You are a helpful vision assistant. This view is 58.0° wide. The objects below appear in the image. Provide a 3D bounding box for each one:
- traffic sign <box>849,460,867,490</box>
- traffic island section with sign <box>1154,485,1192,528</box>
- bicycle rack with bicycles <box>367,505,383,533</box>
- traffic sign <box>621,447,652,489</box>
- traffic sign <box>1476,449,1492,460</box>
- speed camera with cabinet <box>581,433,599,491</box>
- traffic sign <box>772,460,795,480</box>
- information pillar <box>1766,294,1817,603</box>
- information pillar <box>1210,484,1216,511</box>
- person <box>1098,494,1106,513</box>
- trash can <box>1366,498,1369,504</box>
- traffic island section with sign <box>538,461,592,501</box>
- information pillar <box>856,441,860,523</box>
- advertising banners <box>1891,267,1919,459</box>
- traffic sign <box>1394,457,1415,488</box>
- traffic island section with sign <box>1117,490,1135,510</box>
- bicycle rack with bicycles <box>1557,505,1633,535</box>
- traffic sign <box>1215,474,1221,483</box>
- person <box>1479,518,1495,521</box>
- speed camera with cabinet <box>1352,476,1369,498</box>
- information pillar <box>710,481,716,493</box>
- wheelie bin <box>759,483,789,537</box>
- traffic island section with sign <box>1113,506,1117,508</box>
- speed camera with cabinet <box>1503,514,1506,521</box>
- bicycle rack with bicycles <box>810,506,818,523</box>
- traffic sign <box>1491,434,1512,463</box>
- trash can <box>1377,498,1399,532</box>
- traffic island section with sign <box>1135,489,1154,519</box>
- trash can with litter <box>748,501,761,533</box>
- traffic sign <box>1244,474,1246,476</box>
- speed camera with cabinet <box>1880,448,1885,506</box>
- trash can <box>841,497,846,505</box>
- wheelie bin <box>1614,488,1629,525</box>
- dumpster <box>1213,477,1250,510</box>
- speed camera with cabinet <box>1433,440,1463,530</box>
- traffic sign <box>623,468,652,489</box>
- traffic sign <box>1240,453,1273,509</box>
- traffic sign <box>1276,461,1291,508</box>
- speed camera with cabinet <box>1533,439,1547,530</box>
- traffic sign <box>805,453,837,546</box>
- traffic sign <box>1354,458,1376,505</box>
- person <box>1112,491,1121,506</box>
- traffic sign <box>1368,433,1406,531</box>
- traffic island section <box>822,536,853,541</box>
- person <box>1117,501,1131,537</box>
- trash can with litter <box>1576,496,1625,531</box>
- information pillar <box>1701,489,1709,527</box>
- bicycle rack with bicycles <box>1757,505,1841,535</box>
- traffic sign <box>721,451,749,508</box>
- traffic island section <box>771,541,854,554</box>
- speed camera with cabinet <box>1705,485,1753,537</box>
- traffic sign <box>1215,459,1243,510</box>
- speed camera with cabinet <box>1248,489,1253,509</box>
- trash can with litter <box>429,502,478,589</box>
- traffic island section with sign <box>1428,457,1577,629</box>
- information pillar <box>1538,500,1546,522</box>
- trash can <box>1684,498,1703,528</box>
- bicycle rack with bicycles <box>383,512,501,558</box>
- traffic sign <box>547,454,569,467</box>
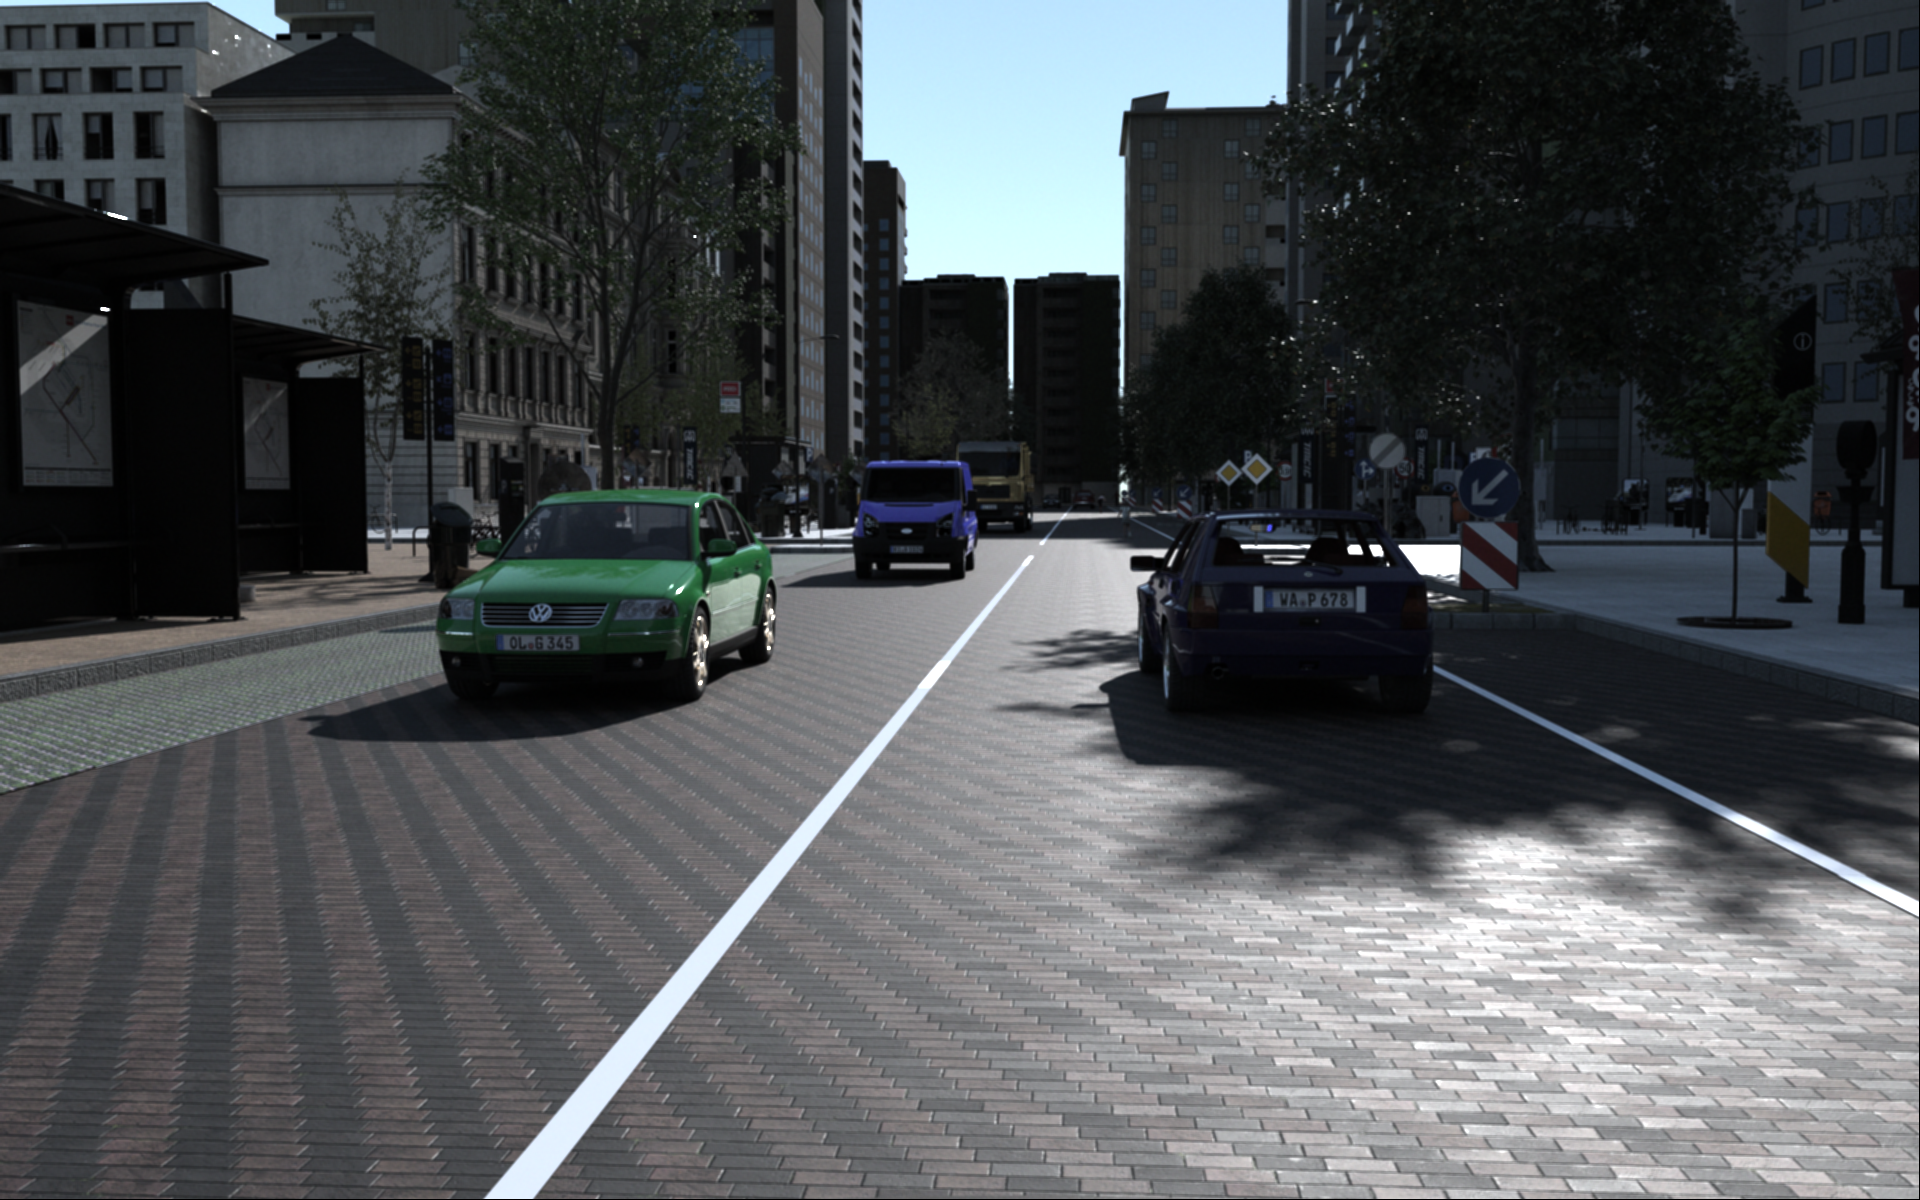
[{"bbox_3d":[-2.864,-2.882,50.758,0.795,2.450,0.064,0,4,4],"label":"traffic sign"},{"bbox_3d":[9.509,-4.035,74.606,1.989,1.847,2.006,0,4,4],"label":"traffic island section with sign"},{"bbox_3d":[-19.903,-2.636,56.481,2.852,0.926,2.925,2,4,30],"label":"bicycle rack with bicycles"},{"bbox_3d":[-7.993,-2.547,42.823,0.795,2.450,0.064,1,4,9],"label":"traffic sign"},{"bbox_3d":[11.646,-2.202,38.133,0.606,2.300,0.079,1,4,13],"label":"traffic sign"},{"bbox_3d":[-11.985,-3.760,55.814,0.660,3.252,2.038,-1,4,-10],"label":"speed camera with cabinet"},{"bbox_3d":[-5.943,-3.495,58.321,0.795,2.450,0.064,0,4,5],"label":"traffic sign"},{"bbox_3d":[9.794,-1.776,20.396,0.504,3.616,0.183,0,4,3],"label":"information pillar"},{"bbox_3d":[18.144,-7.326,124.265,0.304,2.012,0.304,-3,5,-42],"label":"information pillar"},{"bbox_3d":[10.619,-7.208,129.542,0.628,1.438,0.799,0,4,3],"label":"person"},{"bbox_3d":[14.970,-3.120,62.665,0.748,1.137,0.748,0,3,0],"label":"trash can"},{"bbox_3d":[-4.716,-0.706,20.170,1.989,1.847,2.006,0,4,4],"label":"traffic island section with sign"},{"bbox_3d":[-4.475,-5.195,76.288,0.183,3.616,0.504,0,4,-6],"label":"information pillar"},{"bbox_3d":[8.219,-1.049,13.343,2.074,3.025,0.090,0,4,7],"label":"advertising banners"},{"bbox_3d":[15.228,-3.620,59.294,0.768,2.556,0.104,1,4,10],"label":"traffic sign"},{"bbox_3d":[14.941,-8.743,151.571,1.989,1.847,2.006,0,4,4],"label":"traffic island section with sign"},{"bbox_3d":[20.377,-2.580,55.565,2.852,0.926,2.925,2,4,27],"label":"bicycle rack with bicycles"},{"bbox_3d":[14.034,-5.674,92.881,0.768,2.556,0.104,1,4,9],"label":"traffic sign"},{"bbox_3d":[13.408,-2.149,43.660,0.654,1.822,0.581,0,4,3],"label":"person"},{"bbox_3d":[20.785,-5.798,89.139,2.038,3.252,0.660,0,4,6],"label":"speed camera with cabinet"},{"bbox_3d":[-13.705,-5.599,96.028,0.304,2.012,0.304,-2,4,-28],"label":"information pillar"},{"bbox_3d":[-5.558,-2.665,51.488,0.980,1.594,0.693,1,4,14],"label":"wheelie bin"},{"bbox_3d":[16.878,-10.426,179.090,1.989,1.847,2.006,0,4,4],"label":"traffic island section with sign"},{"bbox_3d":[19.045,-4.086,61.137,2.038,3.252,0.660,-2,4,-32],"label":"speed camera with cabinet"},{"bbox_3d":[-6.371,-3.814,75.736,2.925,0.926,2.852,0,4,-6],"label":"bicycle rack with bicycles"},{"bbox_3d":[11.443,-2.201,36.084,0.768,2.556,0.104,1,4,11],"label":"traffic sign"},{"bbox_3d":[13.847,-2.714,56.035,0.748,1.137,0.748,0,3,0],"label":"trash can"},{"bbox_3d":[11.413,-5.680,101.494,1.989,1.847,2.006,0,4,4],"label":"traffic island section with sign"},{"bbox_3d":[-6.645,-2.828,57.621,0.624,1.170,1.055,2,4,34],"label":"trash can with litter"},{"bbox_3d":[17.195,-6.340,103.759,0.768,2.556,0.104,1,4,10],"label":"traffic sign"},{"bbox_3d":[18.212,-2.313,32.161,2.038,3.252,0.660,0,4,-8],"label":"speed camera with cabinet"},{"bbox_3d":[-5.838,-4.763,89.530,0.748,1.137,0.748,0,3,0],"label":"trash can"},{"bbox_3d":[28.032,-3.989,73.126,0.693,1.594,0.980,0,4,5],"label":"wheelie bin"},{"bbox_3d":[11.443,-4.296,72.739,1.502,2.255,1.985,0,4,4],"label":"dumpster"},{"bbox_3d":[17.606,-4.158,62.319,0.660,3.252,2.038,0,4,-1],"label":"speed camera with cabinet"},{"bbox_3d":[-9.462,-3.110,50.845,0.884,2.594,0.081,1,4,9],"label":"traffic sign"},{"bbox_3d":[7.191,-2.348,42.027,0.795,2.450,0.064,0,4,4],"label":"traffic sign"},{"bbox_3d":[12.438,-4.047,66.270,0.768,2.556,0.104,1,4,9],"label":"traffic sign"},{"bbox_3d":[20.817,-4.207,63.128,0.660,3.252,2.038,0,4,4],"label":"speed camera with cabinet"},{"bbox_3d":[-3.425,-2.395,42.793,0.795,2.450,0.064,0,4,4],"label":"traffic sign"},{"bbox_3d":[14.423,-3.767,61.691,0.768,2.556,0.104,1,4,8],"label":"traffic sign"},{"bbox_3d":[17.994,-11.615,198.368,1.348,1.831,0.705,-2,4,-25],"label":"person"},{"bbox_3d":[8.847,-2.193,35.969,0.768,2.556,0.104,0,4,6],"label":"traffic sign"},{"bbox_3d":[-2.888,-1.746,50.821,2.009,0.180,2.903,0,4,4],"label":"traffic island section"},{"bbox_3d":[5.452,-2.686,57.437,0.505,1.210,0.382,1,4,15],"label":"person"},{"bbox_3d":[22.263,-3.005,60.182,2.233,1.210,1.678,-1,4,-12],"label":"trash can with litter"},{"bbox_3d":[29.015,-3.842,67.310,0.304,2.012,0.304,0,4,5],"label":"information pillar"},{"bbox_3d":[26.187,-2.524,54.643,2.925,0.926,2.852,-2,4,-29],"label":"bicycle rack with bicycles"},{"bbox_3d":[-6.796,-3.195,52.238,0.884,2.594,0.081,1,4,11],"label":"traffic sign"},{"bbox_3d":[-3.449,-1.258,42.856,2.009,0.180,2.903,0,4,4],"label":"traffic island section"},{"bbox_3d":[23.505,-3.582,52.897,0.660,3.252,2.038,0,4,-1],"label":"speed camera with cabinet"},{"bbox_3d":[7.752,-2.835,49.992,0.795,2.450,0.064,0,4,4],"label":"traffic sign"},{"bbox_3d":[16.985,-6.540,101.270,0.660,3.252,2.038,2,4,34],"label":"speed camera with cabinet"},{"bbox_3d":[-6.735,-0.737,23.437,0.624,1.170,1.055,-3,5,-42],"label":"trash can with litter"},{"bbox_3d":[5.622,-0.657,19.367,1.989,1.847,2.006,0,4,4],"label":"traffic island section with sign"},{"bbox_3d":[26.889,-4.626,80.128,0.304,2.012,0.304,0,4,-6],"label":"information pillar"},{"bbox_3d":[27.788,-3.300,65.600,0.748,1.137,0.748,0,3,0],"label":"trash can"},{"bbox_3d":[-9.786,-1.357,35.566,2.925,0.926,2.852,-3,5,-41],"label":"bicycle rack with bicycles"},{"bbox_3d":[-10.234,-2.570,44.153,0.606,2.300,0.079,1,4,12],"label":"traffic sign"}]
